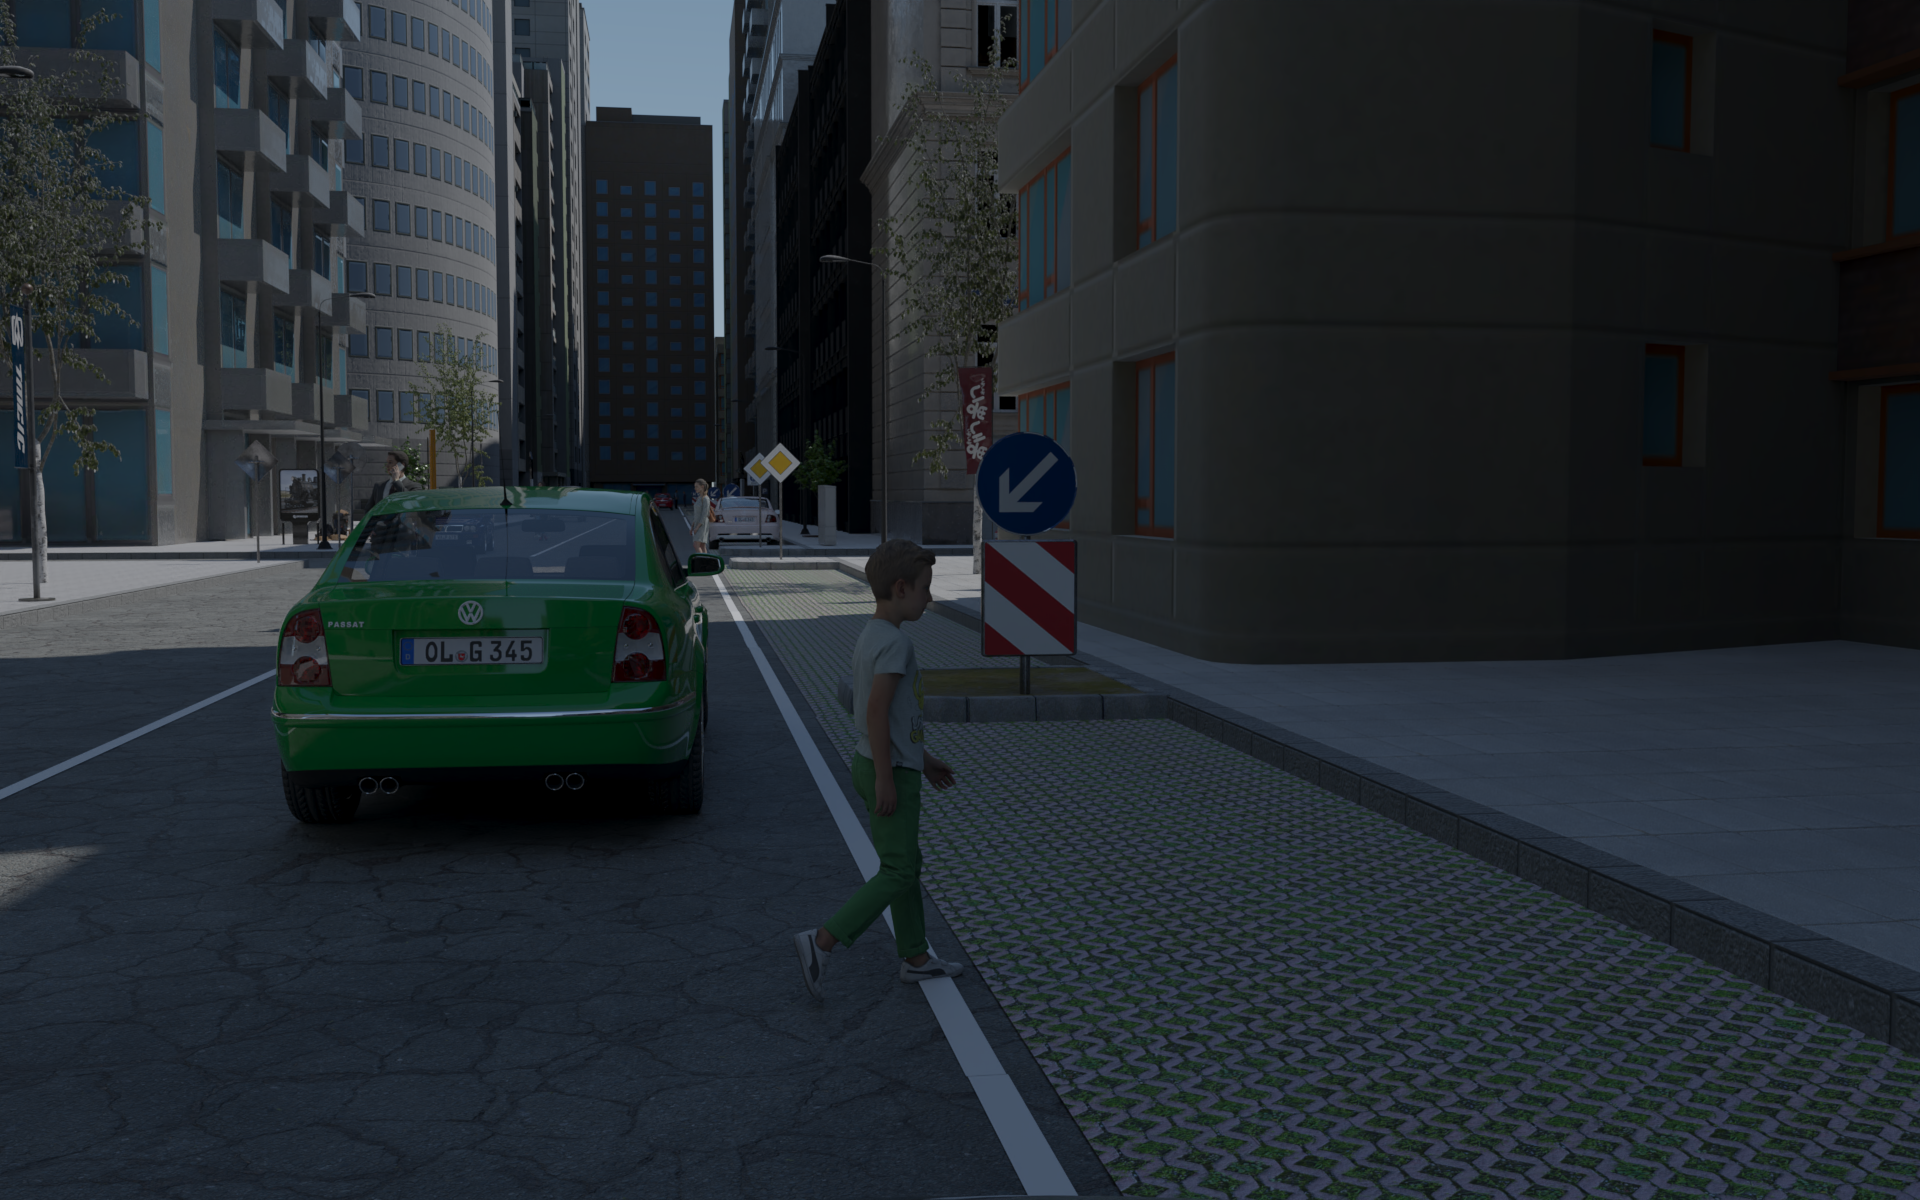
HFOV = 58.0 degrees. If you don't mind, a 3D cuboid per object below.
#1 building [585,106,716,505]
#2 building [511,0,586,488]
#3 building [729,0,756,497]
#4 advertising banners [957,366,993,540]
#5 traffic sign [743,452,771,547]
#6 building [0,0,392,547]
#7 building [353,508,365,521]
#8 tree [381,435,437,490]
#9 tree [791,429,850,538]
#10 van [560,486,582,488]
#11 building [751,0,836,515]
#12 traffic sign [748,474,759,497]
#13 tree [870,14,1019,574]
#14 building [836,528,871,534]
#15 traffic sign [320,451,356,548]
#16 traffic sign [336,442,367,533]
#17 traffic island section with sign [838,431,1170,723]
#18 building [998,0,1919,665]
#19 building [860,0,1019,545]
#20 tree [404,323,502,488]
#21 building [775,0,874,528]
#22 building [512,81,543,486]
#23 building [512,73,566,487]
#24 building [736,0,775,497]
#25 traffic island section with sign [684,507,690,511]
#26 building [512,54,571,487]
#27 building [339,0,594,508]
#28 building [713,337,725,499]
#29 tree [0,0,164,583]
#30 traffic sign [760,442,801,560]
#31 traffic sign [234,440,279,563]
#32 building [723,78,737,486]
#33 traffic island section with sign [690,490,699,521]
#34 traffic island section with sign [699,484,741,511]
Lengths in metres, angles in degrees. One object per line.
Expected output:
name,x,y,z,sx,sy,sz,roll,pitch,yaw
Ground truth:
building,-36.338,-33.901,204.387,14.200,45.320,14.600,-1,4,-9
building,-49.248,-45.068,175.107,20.611,71.187,20.563,-1,4,-9
building,-13.420,-30.930,155.815,14.600,45.320,14.200,-1,4,-9
advertising banners,0.919,-1.670,23.489,2.074,3.025,0.090,2,4,23
traffic sign,-4.809,-2.324,41.647,0.795,2.450,0.064,-1,4,-9
building,-31.166,-26.444,51.976,23.786,49.044,30.456,-1,4,-9
building,-35.590,-33.569,90.860,21.231,58.520,28.212,-1,4,-9
tree,-18.038,-3.814,56.958,1.663,3.219,1.824,0,3,0
tree,-4.330,-3.482,51.529,1.663,3.219,1.824,0,3,0
van,-20.288,-5.053,89.628,2.013,2.044,4.112,-1,4,-8
building,-5.932,-19.848,102.007,11.434,29.767,29.804,-1,4,-9
traffic sign,-9.923,-4.969,83.376,0.606,2.300,0.079,0,4,-5
tree,0.414,-4.731,27.711,4.360,8.622,3.978,0,3,0
building,1.208,-14.316,63.751,12.332,23.373,15.834,-1,4,-9
traffic sign,-14.376,-2.229,40.083,0.795,2.450,0.064,-1,4,-9
traffic sign,-14.840,-2.575,42.211,0.768,2.556,0.104,0,4,-3
traffic island section with sign,0.199,-0.191,11.755,1.989,1.847,2.006,-1,4,-9
building,16.476,-10.037,9.141,27.650,21.520,28.899,-1,4,-9
building,10.081,-15.469,50.186,25.104,27.353,12.463,-1,4,-9
tree,-21.440,-7.558,73.929,4.737,8.622,4.395,0,3,0
building,-1.818,-15.298,79.795,12.332,23.373,15.834,-1,4,-9
building,-36.752,-21.284,119.690,14.160,30.474,14.107,-1,4,-9
building,-48.140,-27.211,136.781,32.217,40.220,23.993,-1,4,-9
building,-5.287,-31.489,134.457,23.786,49.044,30.456,-1,4,-9
traffic island section with sign,-21.527,-8.182,142.399,1.989,1.847,2.006,-1,4,-9
building,-43.122,-28.945,156.845,14.154,41.232,14.086,-1,4,-9
building,-58.046,-40.566,205.259,28.212,58.520,21.231,-1,4,-9
building,-15.893,-22.680,215.849,28.899,21.520,27.650,-1,4,-9
tree,-13.266,-4.533,24.474,4.360,8.622,3.978,0,3,0
traffic sign,-3.499,-1.843,33.770,0.795,2.450,0.064,-1,4,-9
traffic sign,-13.066,-1.747,32.206,0.795,2.450,0.064,-1,4,-9
building,-15.547,-29.750,170.012,14.154,41.232,14.086,-1,4,-9
traffic island section with sign,-13.339,-5.169,93.141,1.989,1.847,2.006,-1,4,-9
traffic island section with sign,-8.870,-3.531,66.358,1.989,1.847,2.006,-1,4,-9
